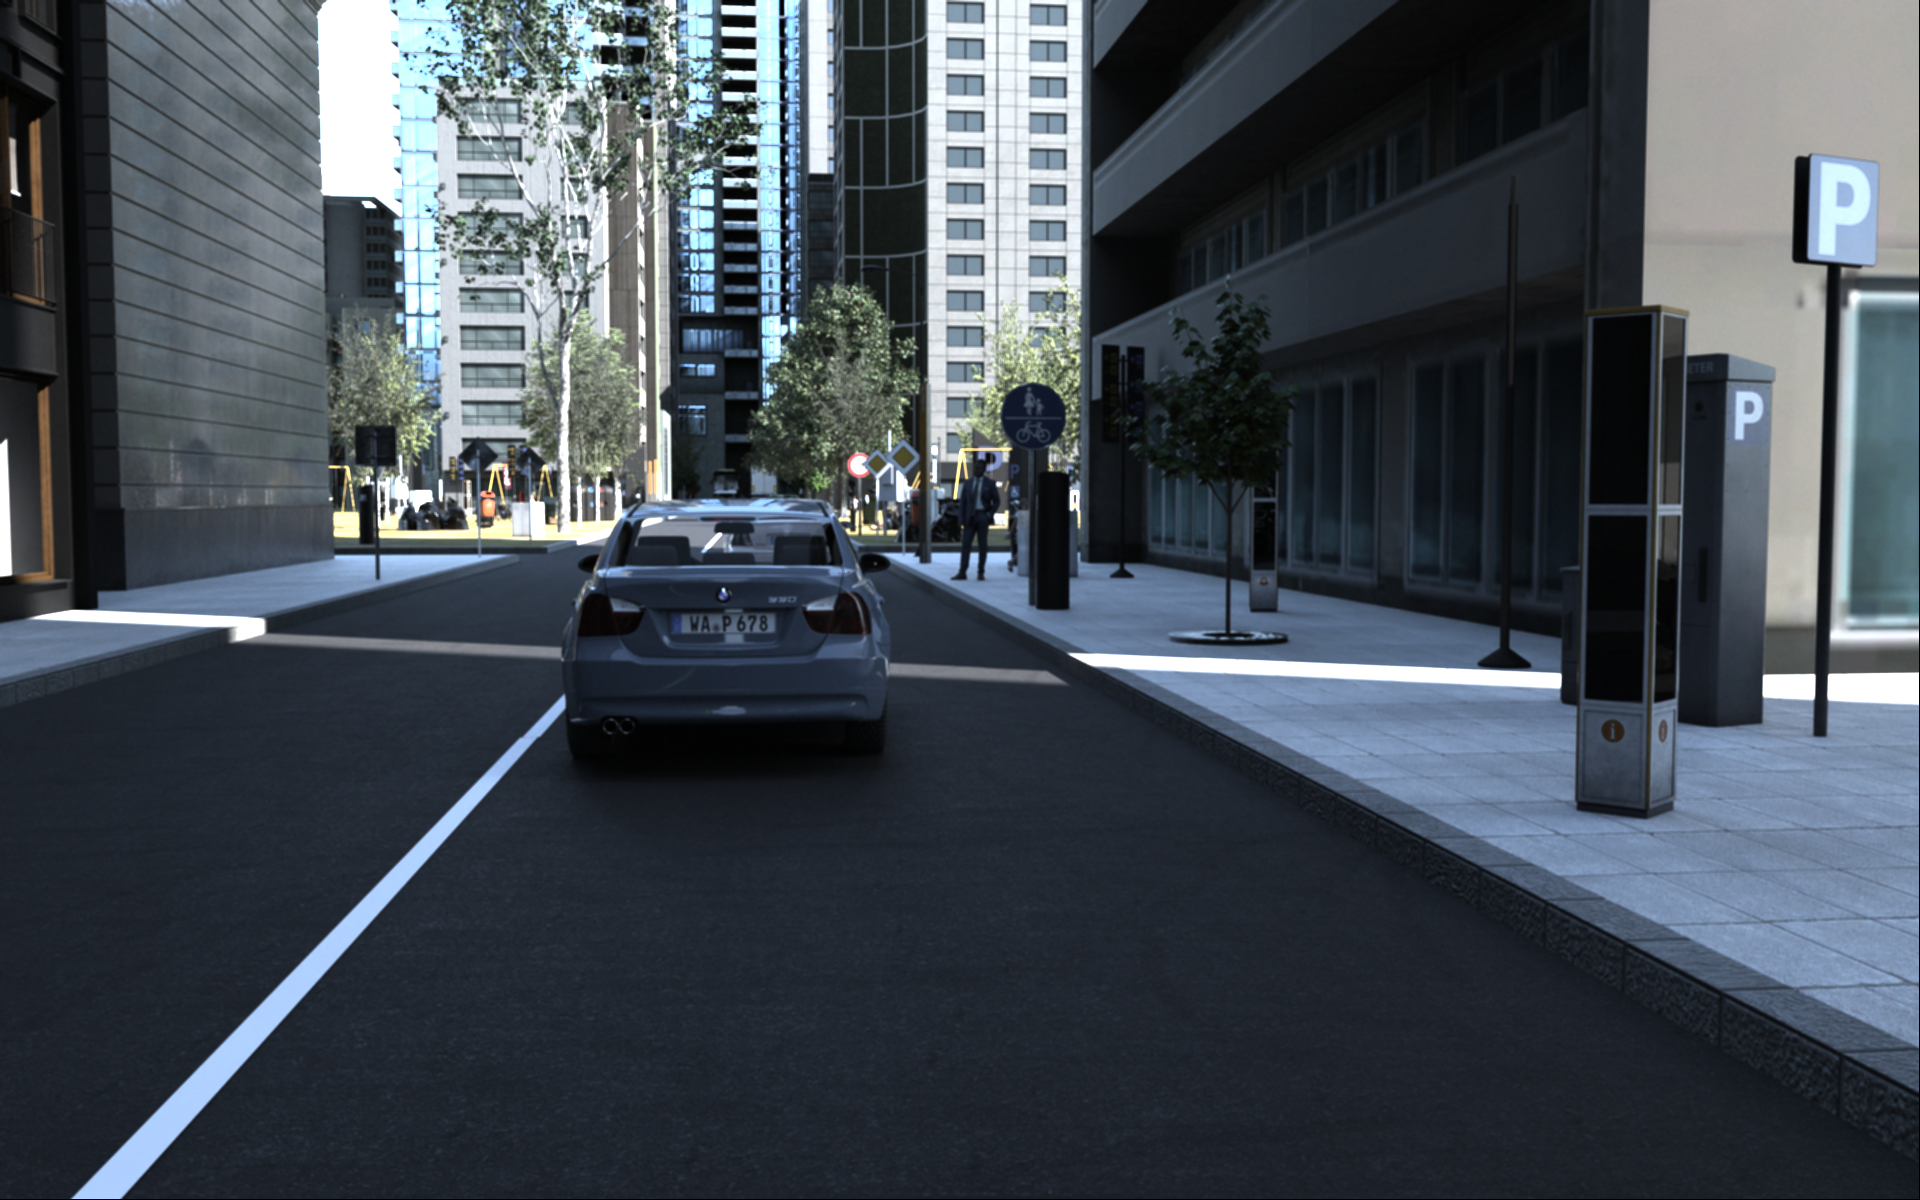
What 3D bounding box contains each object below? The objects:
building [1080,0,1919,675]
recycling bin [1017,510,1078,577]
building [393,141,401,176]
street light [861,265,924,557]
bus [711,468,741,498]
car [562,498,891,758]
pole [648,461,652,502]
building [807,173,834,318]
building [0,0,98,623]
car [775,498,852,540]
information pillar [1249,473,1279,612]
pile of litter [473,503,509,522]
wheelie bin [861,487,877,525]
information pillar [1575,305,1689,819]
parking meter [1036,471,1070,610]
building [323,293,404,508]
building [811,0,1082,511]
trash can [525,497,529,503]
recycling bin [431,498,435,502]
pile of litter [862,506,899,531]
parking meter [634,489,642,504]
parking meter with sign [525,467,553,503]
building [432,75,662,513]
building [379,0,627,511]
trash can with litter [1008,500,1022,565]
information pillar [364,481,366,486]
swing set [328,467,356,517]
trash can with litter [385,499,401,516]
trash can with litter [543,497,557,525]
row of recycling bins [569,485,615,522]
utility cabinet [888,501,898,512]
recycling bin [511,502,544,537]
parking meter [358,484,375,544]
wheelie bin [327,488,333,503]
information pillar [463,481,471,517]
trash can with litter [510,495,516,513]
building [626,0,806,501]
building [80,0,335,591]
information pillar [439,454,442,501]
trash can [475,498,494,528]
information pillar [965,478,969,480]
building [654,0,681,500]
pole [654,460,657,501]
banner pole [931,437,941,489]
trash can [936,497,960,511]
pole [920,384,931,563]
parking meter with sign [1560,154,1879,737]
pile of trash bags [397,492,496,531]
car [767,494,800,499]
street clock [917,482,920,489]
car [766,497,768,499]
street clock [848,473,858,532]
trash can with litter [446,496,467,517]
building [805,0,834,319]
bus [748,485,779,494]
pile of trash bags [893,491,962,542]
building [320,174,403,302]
[{"bbox_3d":[14.078,-24.379,22.298,21.300,48.544,21.600,0,4,-7],"label":"building"},{"bbox_3d":[1.362,-0.879,26.926,0.722,1.027,0.722,-2,4,-26],"label":"recycling bin"},{"bbox_3d":[-53.541,-33.928,209.353,28.867,44.769,22.147,0,4,-7],"label":"building"},{"bbox_3d":[-1.320,-3.845,35.413,1.470,5.913,1.316,0,4,-7],"label":"street light"},{"bbox_3d":[-22.987,-10.944,170.476,2.896,3.916,12.252,0,4,-7],"label":"bus"},{"bbox_3d":[-1.405,0.075,10.776,2.014,1.417,4.499,0,4,-6],"label":"car"},{"bbox_3d":[-19.200,-6.937,107.261,0.158,3.312,0.155,0,3,0],"label":"pole"},{"bbox_3d":[-7.051,-23.704,159.262,14.160,30.474,14.107,0,4,-7],"label":"building"},{"bbox_3d":[-14.855,-11.038,10.158,12.332,23.373,15.834,0,4,-7],"label":"building"},{"bbox_3d":[-2.662,-0.864,26.483,2.083,1.381,4.827,0,4,-7],"label":"car"},{"bbox_3d":[3.315,-0.879,18.866,0.304,2.012,0.304,1,4,9],"label":"information pillar"},{"bbox_3d":[-23.425,-4.505,87.617,1.176,0.858,1.719,2,4,28],"label":"pile of litter"},{"bbox_3d":[-3.753,-3.915,71.923,0.693,1.594,0.980,0,4,-5],"label":"wheelie bin"},{"bbox_3d":[2.700,-0.152,6.970,0.304,2.012,0.304,3,5,42],"label":"information pillar"},{"bbox_3d":[1.035,-0.666,19.301,0.372,1.533,0.369,0,3,0],"label":"parking meter"},{"bbox_3d":[-64.358,-20.115,173.922,28.899,21.520,27.650,0,4,-7],"label":"building"},{"bbox_3d":[-1.870,-42.993,141.179,20.563,71.187,20.611,0,4,-7],"label":"building"},{"bbox_3d":[-25.362,-5.446,100.688,0.748,1.137,0.748,0,3,0],"label":"trash can"},{"bbox_3d":[-33.893,-5.965,110.088,0.722,1.027,0.722,1,4,18],"label":"recycling bin"},{"bbox_3d":[-2.714,-2.910,61.549,1.719,0.858,1.176,-1,4,-16],"label":"pile of litter"},{"bbox_3d":[-15.886,-4.714,85.485,0.372,1.533,0.369,0,3,0],"label":"parking meter"},{"bbox_3d":[-26.904,-6.991,110.557,1.738,3.016,0.543,-2,4,-25],"label":"parking meter with sign"},{"bbox_3d":[-29.018,-21.539,123.864,14.160,30.474,14.107,0,4,-7],"label":"building"},{"bbox_3d":[-35.495,-50.850,144.062,22.319,86.520,31.000,0,4,-7],"label":"building"},{"bbox_3d":[1.387,-1.196,30.942,1.055,1.170,0.624,1,4,19],"label":"trash can with litter"},{"bbox_3d":[-34.679,-5.902,100.985,0.304,2.012,0.304,-1,4,-11],"label":"information pillar"},{"bbox_3d":[-36.228,-6.143,98.065,3.119,2.851,2.862,-2,4,-34],"label":"swing set"},{"bbox_3d":[-32.838,-5.476,100.587,1.678,1.210,2.233,-2,4,-25],"label":"trash can with litter"},{"bbox_3d":[-16.998,-3.723,72.257,0.624,1.170,1.055,-2,4,-28],"label":"trash can with litter"},{"bbox_3d":[-17.276,-4.511,80.870,1.069,1.692,3.534,1,4,18],"label":"row of recycling bins"},{"bbox_3d":[-2.354,-3.640,68.187,0.318,1.500,1.173,3,4,36],"label":"utility cabinet"},{"bbox_3d":[-12.899,-2.394,51.699,0.722,1.027,0.722,1,4,15],"label":"recycling bin"},{"bbox_3d":[-15.206,-2.200,44.381,0.372,1.533,0.369,0,3,0],"label":"parking meter"},{"bbox_3d":[-31.630,-4.775,85.974,0.693,1.594,0.980,2,4,26],"label":"wheelie bin"},{"bbox_3d":[-27.330,-5.599,96.037,0.304,2.012,0.304,1,4,17],"label":"information pillar"},{"bbox_3d":[-29.772,-6.375,115.296,2.233,1.210,1.678,3,5,41],"label":"trash can with litter"},{"bbox_3d":[-23.897,-55.023,212.299,31.000,86.520,22.319,0,4,-7],"label":"building"},{"bbox_3d":[-23.779,-14.021,26.506,25.104,27.353,12.463,0,4,-7],"label":"building"},{"bbox_3d":[-30.373,-6.725,101.306,0.183,3.616,0.504,-1,4,-11],"label":"information pillar"},{"bbox_3d":[-18.027,-3.308,65.732,0.748,1.137,0.748,0,3,0],"label":"trash can"},{"bbox_3d":[0.431,-4.508,78.203,0.304,2.012,0.304,-1,4,-17],"label":"information pillar"},{"bbox_3d":[-40.155,-45.342,179.595,20.611,71.187,20.563,0,4,-7],"label":"building"},{"bbox_3d":[-18.030,-6.657,102.692,0.158,3.312,0.155,0,3,0],"label":"pole"},{"bbox_3d":[-1.021,-5.222,75.391,0.401,3.779,0.863,2,4,31],"label":"banner pole"},{"bbox_3d":[-0.333,-2.405,50.970,0.748,1.137,0.748,0,3,0],"label":"trash can"},{"bbox_3d":[-0.642,-2.340,32.096,0.158,3.312,0.155,0,3,0],"label":"pole"},{"bbox_3d":[4.189,-0.830,9.825,0.543,3.016,1.738,-2,4,-27],"label":"parking meter with sign"},{"bbox_3d":[-18.250,-3.198,62.040,3.447,1.369,1.912,-3,5,-43],"label":"pile of trash bags"},{"bbox_3d":[-7.248,-3.737,70.894,2.009,1.686,4.222,0,4,-8],"label":"car"},{"bbox_3d":[-2.272,-5.961,102.038,0.471,2.002,0.358,0,4,0],"label":"street clock"},{"bbox_3d":[-8.644,-4.262,82.272,1.945,1.354,3.894,0,4,-6],"label":"car"},{"bbox_3d":[-3.637,-3.318,58.812,0.358,2.002,0.471,0,4,5],"label":"street clock"},{"bbox_3d":[-26.789,-4.937,92.103,1.055,1.170,0.624,-1,4,-18],"label":"trash can with litter"},{"bbox_3d":[-5.494,-39.012,179.852,21.231,58.520,28.212,0,4,-7],"label":"building"},{"bbox_3d":[-20.151,-11.193,177.872,2.948,3.499,13.247,0,4,-8],"label":"bus"},{"bbox_3d":[-0.902,-2.227,46.157,1.912,1.369,3.447,0,4,6],"label":"pile of trash bags"},{"bbox_3d":[-80.405,-31.791,211.662,23.993,40.220,32.217,0,4,-7],"label":"building"}]
